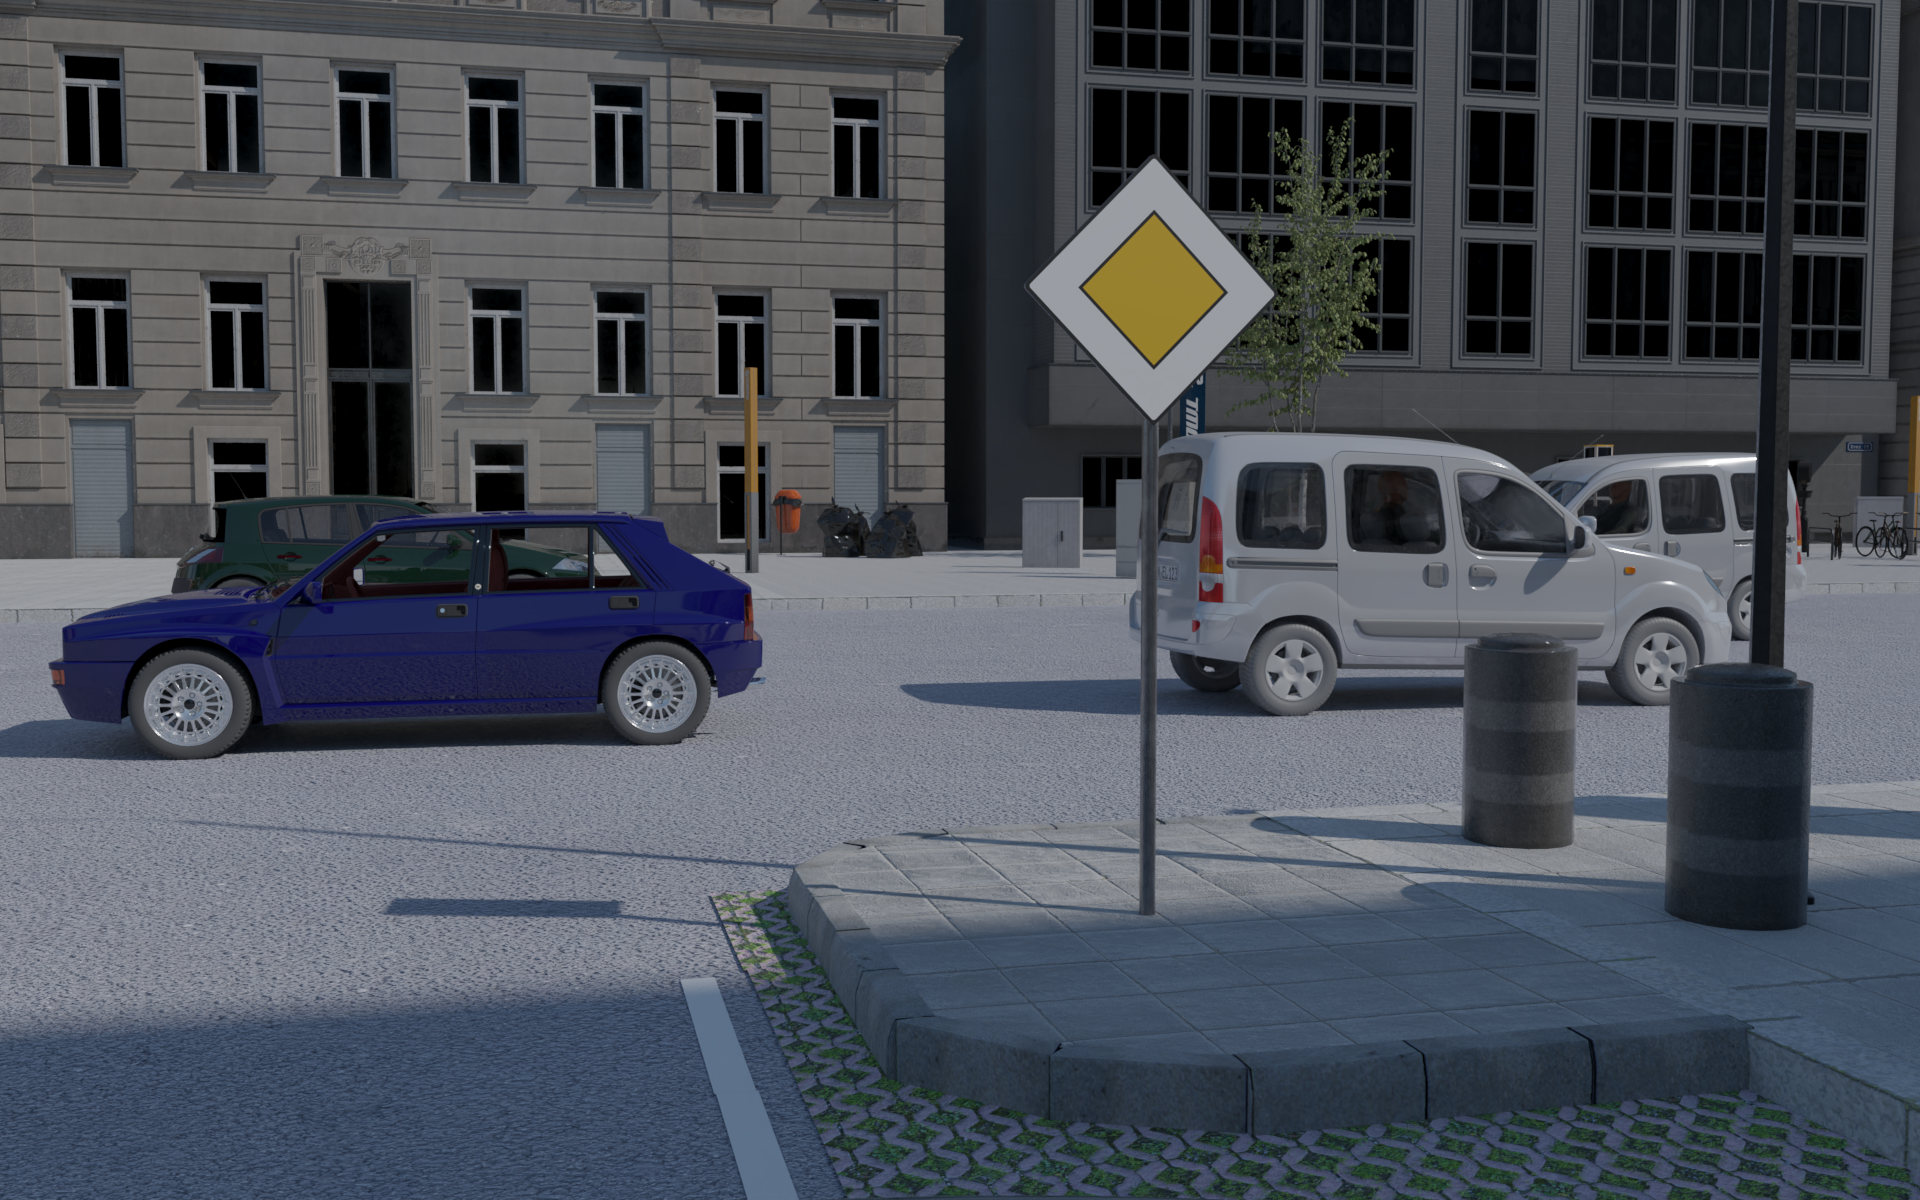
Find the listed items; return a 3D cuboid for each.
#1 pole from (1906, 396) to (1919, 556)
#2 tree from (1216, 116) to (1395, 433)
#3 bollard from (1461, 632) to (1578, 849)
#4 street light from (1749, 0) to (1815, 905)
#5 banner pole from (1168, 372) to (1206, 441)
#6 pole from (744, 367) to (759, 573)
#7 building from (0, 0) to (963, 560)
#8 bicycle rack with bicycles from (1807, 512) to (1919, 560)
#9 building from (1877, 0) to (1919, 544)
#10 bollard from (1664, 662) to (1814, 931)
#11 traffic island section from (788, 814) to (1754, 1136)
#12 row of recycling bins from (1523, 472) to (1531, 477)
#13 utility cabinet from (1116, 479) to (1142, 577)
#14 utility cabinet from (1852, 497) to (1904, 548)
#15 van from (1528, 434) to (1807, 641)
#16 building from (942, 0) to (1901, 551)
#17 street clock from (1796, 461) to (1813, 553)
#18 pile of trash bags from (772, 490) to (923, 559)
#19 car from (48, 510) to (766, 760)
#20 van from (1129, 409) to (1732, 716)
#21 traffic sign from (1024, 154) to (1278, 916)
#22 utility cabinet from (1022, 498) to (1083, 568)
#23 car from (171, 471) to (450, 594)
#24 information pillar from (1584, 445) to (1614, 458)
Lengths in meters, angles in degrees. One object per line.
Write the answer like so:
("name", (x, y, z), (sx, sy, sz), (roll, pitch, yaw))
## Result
("pole", (19.885, -2.584, 36.096), (0.158, 3.312, 0.155), (0, 3, 0))
("tree", (6.707, -5.135, 34.321), (4.737, 8.622, 4.395), (0, 3, 0))
("bollard", (2.075, 0.507, 6.427), (0.404, 0.777, 0.398), (0, 3, 0))
("street light", (2.045, -2.002, 5.271), (1.470, 5.913, 1.316), (-1, 4, -14))
("banner pole", (3.497, -2.271, 27.153), (0.863, 3.779, 0.401), (-1, 4, -20))
("pole", (-3.381, -2.092, 28.046), (0.158, 3.312, 0.155), (0, 3, 0))
("building", (-13.389, -14.857, 40.179), (25.104, 27.353, 12.463), (-1, 4, -14))
("bicycle rack with bicycles", (18.116, -1.282, 34.350), (2.852, 0.926, 2.925), (1, 4, 13))
("building", (34.267, -12.857, 52.014), (24.055, 21.916, 13.314), (-1, 4, -14))
("bollard", (2.363, 0.579, 5.258), (0.404, 0.777, 0.398), (0, 3, 0))
("traffic island section", (0.590, 1.038, 5.310), (2.009, 0.180, 2.903), (-1, 4, -14))
("row of recycling bins", (10.660, -1.546, 32.383), (1.069, 1.692, 3.534), (-1, 4, -16))
("utility cabinet", (2.966, -1.077, 26.288), (1.173, 1.500, 0.318), (2, 4, 32))
("utility cabinet", (22.069, -1.865, 41.653), (1.020, 1.237, 0.306), (1, 4, 14))
("van", (6.263, -0.629, 17.289), (4.112, 2.044, 2.013), (-1, 4, -14))
("building", (10.840, -15.471, 46.464), (24.014, 27.812, 14.314), (-1, 4, -14))
("street clock", (18.519, -2.045, 38.001), (0.358, 2.002, 0.471), (2, 4, 32))
("pile of trash bags", (-2.405, -1.593, 35.796), (3.447, 1.369, 1.912), (2, 4, 29))
("car", (-3.171, 0.136, 10.361), (3.894, 1.354, 1.945), (-1, 4, -13))
("van", (3.303, -0.315, 12.156), (4.112, 2.044, 2.013), (-1, 4, -12))
("traffic sign", (0.569, -0.097, 5.228), (0.795, 2.450, 0.064), (-1, 4, -14))
("utility cabinet", (1.609, -1.163, 30.171), (1.020, 1.237, 0.306), (1, 4, 13))
("car", (-5.755, -0.483, 17.677), (4.222, 1.686, 2.009), (-1, 4, -15))
("information pillar", (9.560, -1.315, 25.991), (0.304, 2.012, 0.304), (-1, 4, -16))
